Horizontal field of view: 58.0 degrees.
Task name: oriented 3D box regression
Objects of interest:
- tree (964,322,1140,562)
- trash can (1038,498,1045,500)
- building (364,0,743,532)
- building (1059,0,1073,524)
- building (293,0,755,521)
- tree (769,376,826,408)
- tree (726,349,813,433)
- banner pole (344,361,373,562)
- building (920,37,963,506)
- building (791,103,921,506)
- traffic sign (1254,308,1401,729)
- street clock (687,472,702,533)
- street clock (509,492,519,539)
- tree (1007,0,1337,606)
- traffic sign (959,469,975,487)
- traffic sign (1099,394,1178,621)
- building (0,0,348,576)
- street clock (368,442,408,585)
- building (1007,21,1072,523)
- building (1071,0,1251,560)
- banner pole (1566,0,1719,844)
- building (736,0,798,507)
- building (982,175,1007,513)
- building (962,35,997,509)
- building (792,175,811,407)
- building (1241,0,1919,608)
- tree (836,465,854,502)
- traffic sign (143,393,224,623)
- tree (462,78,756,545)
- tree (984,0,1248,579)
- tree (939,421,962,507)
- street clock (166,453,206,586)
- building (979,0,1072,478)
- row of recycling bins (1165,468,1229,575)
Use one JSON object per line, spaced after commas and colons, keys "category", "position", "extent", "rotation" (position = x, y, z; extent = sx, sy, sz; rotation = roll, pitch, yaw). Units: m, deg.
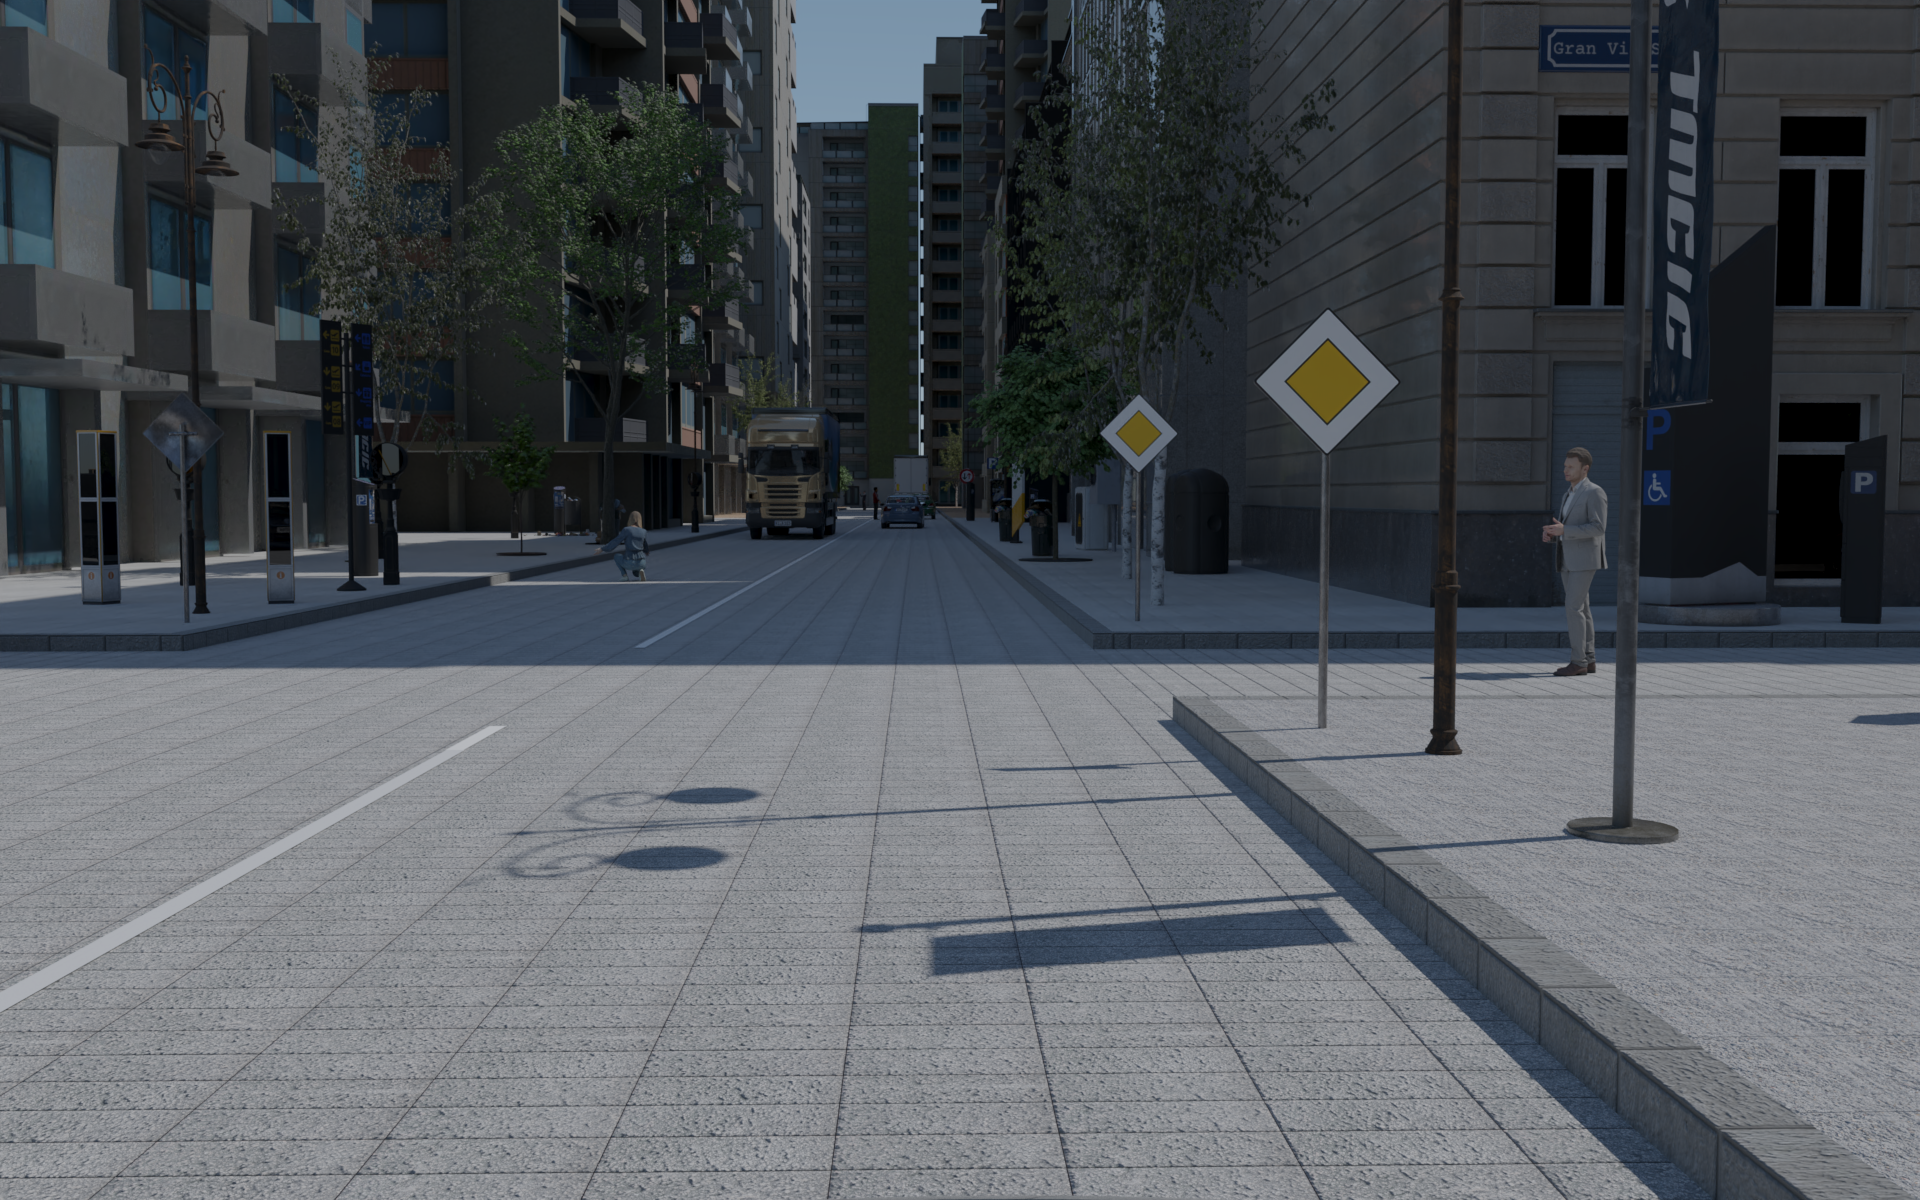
{"category": "tree", "position": [1.803, -3.032, 33.294], "extent": [4.285, 4.588, 4.351], "rotation": [0, 3, 0]}
{"category": "trash can", "position": [3.140, -3.622, 70.878], "extent": [0.748, 1.137, 0.748], "rotation": [0, 3, 0]}
{"category": "building", "position": [-20.747, -25.410, 70.081], "extent": [22.147, 44.769, 28.867], "rotation": [0, 4, -1]}
{"category": "building", "position": [11.197, -16.951, 64.546], "extent": [14.401, 28.519, 23.554], "rotation": [0, 4, -1]}
{"category": "building", "position": [-24.639, -29.775, 106.437], "extent": [23.786, 49.044, 30.456], "rotation": [0, 4, -1]}
{"category": "tree", "position": [-10.332, -9.705, 109.033], "extent": [4.360, 8.622, 3.978], "rotation": [0, 3, 0]}
{"category": "tree", "position": [-9.987, -8.465, 88.759], "extent": [4.737, 8.622, 4.395], "rotation": [0, 3, 0]}
{"category": "banner pole", "position": [-11.359, -2.619, 32.830], "extent": [0.401, 3.779, 0.863], "rotation": [1, 4, 15]}
{"category": "building", "position": [6.517, -34.530, 188.267], "extent": [21.600, 48.544, 21.300], "rotation": [0, 4, -1]}
{"category": "building", "position": [-11.236, -30.639, 184.545], "extent": [14.086, 41.232, 14.154], "rotation": [0, 4, -1]}
{"category": "traffic sign", "position": [1.983, -0.354, 9.431], "extent": [0.795, 2.450, 0.064], "rotation": [0, 4, -1]}
{"category": "street clock", "position": [-8.783, -3.231, 57.402], "extent": [0.471, 2.002, 0.358], "rotation": [2, 4, 32]}
{"category": "street clock", "position": [-12.852, -2.775, 49.933], "extent": [0.358, 2.002, 0.471], "rotation": [-2, 4, -28]}
{"category": "tree", "position": [2.307, -4.257, 19.967], "extent": [4.360, 8.622, 3.978], "rotation": [0, 3, 0]}
{"category": "traffic sign", "position": [0.349, -5.287, 86.548], "extent": [0.768, 2.556, 0.104], "rotation": [0, 4, 5]}
{"category": "traffic sign", "position": [1.789, -0.842, 17.414], "extent": [0.795, 2.450, 0.064], "rotation": [0, 4, -1]}
{"category": "building", "position": [-25.069, -25.238, 32.243], "extent": [23.786, 49.044, 30.456], "rotation": [0, 4, -1]}
{"category": "street clock", "position": [-8.025, -1.213, 24.395], "extent": [0.471, 2.002, 0.358], "rotation": [0, 4, -4]}
{"category": "building", "position": [8.845, -15.611, 84.922], "extent": [12.332, 23.373, 15.834], "rotation": [0, 4, -1]}
{"category": "building", "position": [9.650, -13.748, 42.809], "extent": [12.078, 24.808, 19.932], "rotation": [0, 4, -1]}
{"category": "banner pole", "position": [2.502, -0.989, 6.189], "extent": [0.401, 3.779, 0.863], "rotation": [0, 4, -1]}
{"category": "building", "position": [-26.952, -33.430, 135.819], "extent": [28.713, 52.752, 27.495], "rotation": [0, 4, -1]}
{"category": "building", "position": [15.742, -16.135, 108.838], "extent": [27.650, 21.520, 28.899], "rotation": [0, 4, -1]}
{"category": "building", "position": [7.130, -29.058, 158.688], "extent": [14.154, 41.232, 14.086], "rotation": [0, 4, -1]}
{"category": "building", "position": [-20.830, -23.685, 158.958], "extent": [14.107, 30.474, 14.160], "rotation": [0, 4, -1]}
{"category": "building", "position": [17.277, -13.905, 24.617], "extent": [25.104, 27.353, 12.463], "rotation": [0, 4, -1]}
{"category": "tree", "position": [-12.064, -11.363, 169.502], "extent": [4.285, 4.588, 4.351], "rotation": [0, 3, 0]}
{"category": "traffic sign", "position": [-7.703, -0.829, 17.204], "extent": [0.795, 2.450, 0.064], "rotation": [0, 4, -1]}
{"category": "tree", "position": [-8.752, -7.204, 43.540], "extent": [9.928, 11.665, 9.643], "rotation": [0, 3, 0]}
{"category": "tree", "position": [2.490, -4.641, 26.245], "extent": [4.737, 8.622, 4.395], "rotation": [0, 3, 0]}
{"category": "tree", "position": [-0.322, -13.390, 169.292], "extent": [4.737, 8.622, 4.395], "rotation": [0, 3, 0]}
{"category": "street clock", "position": [-10.801, -1.202, 24.224], "extent": [0.471, 2.002, 0.358], "rotation": [0, 4, 6]}
{"category": "building", "position": [12.784, -29.499, 136.934], "extent": [22.147, 44.769, 28.867], "rotation": [0, 4, -1]}
{"category": "row of recycling bins", "position": [3.940, -1.355, 29.265], "extent": [1.069, 1.692, 3.534], "rotation": [0, 4, 4]}
